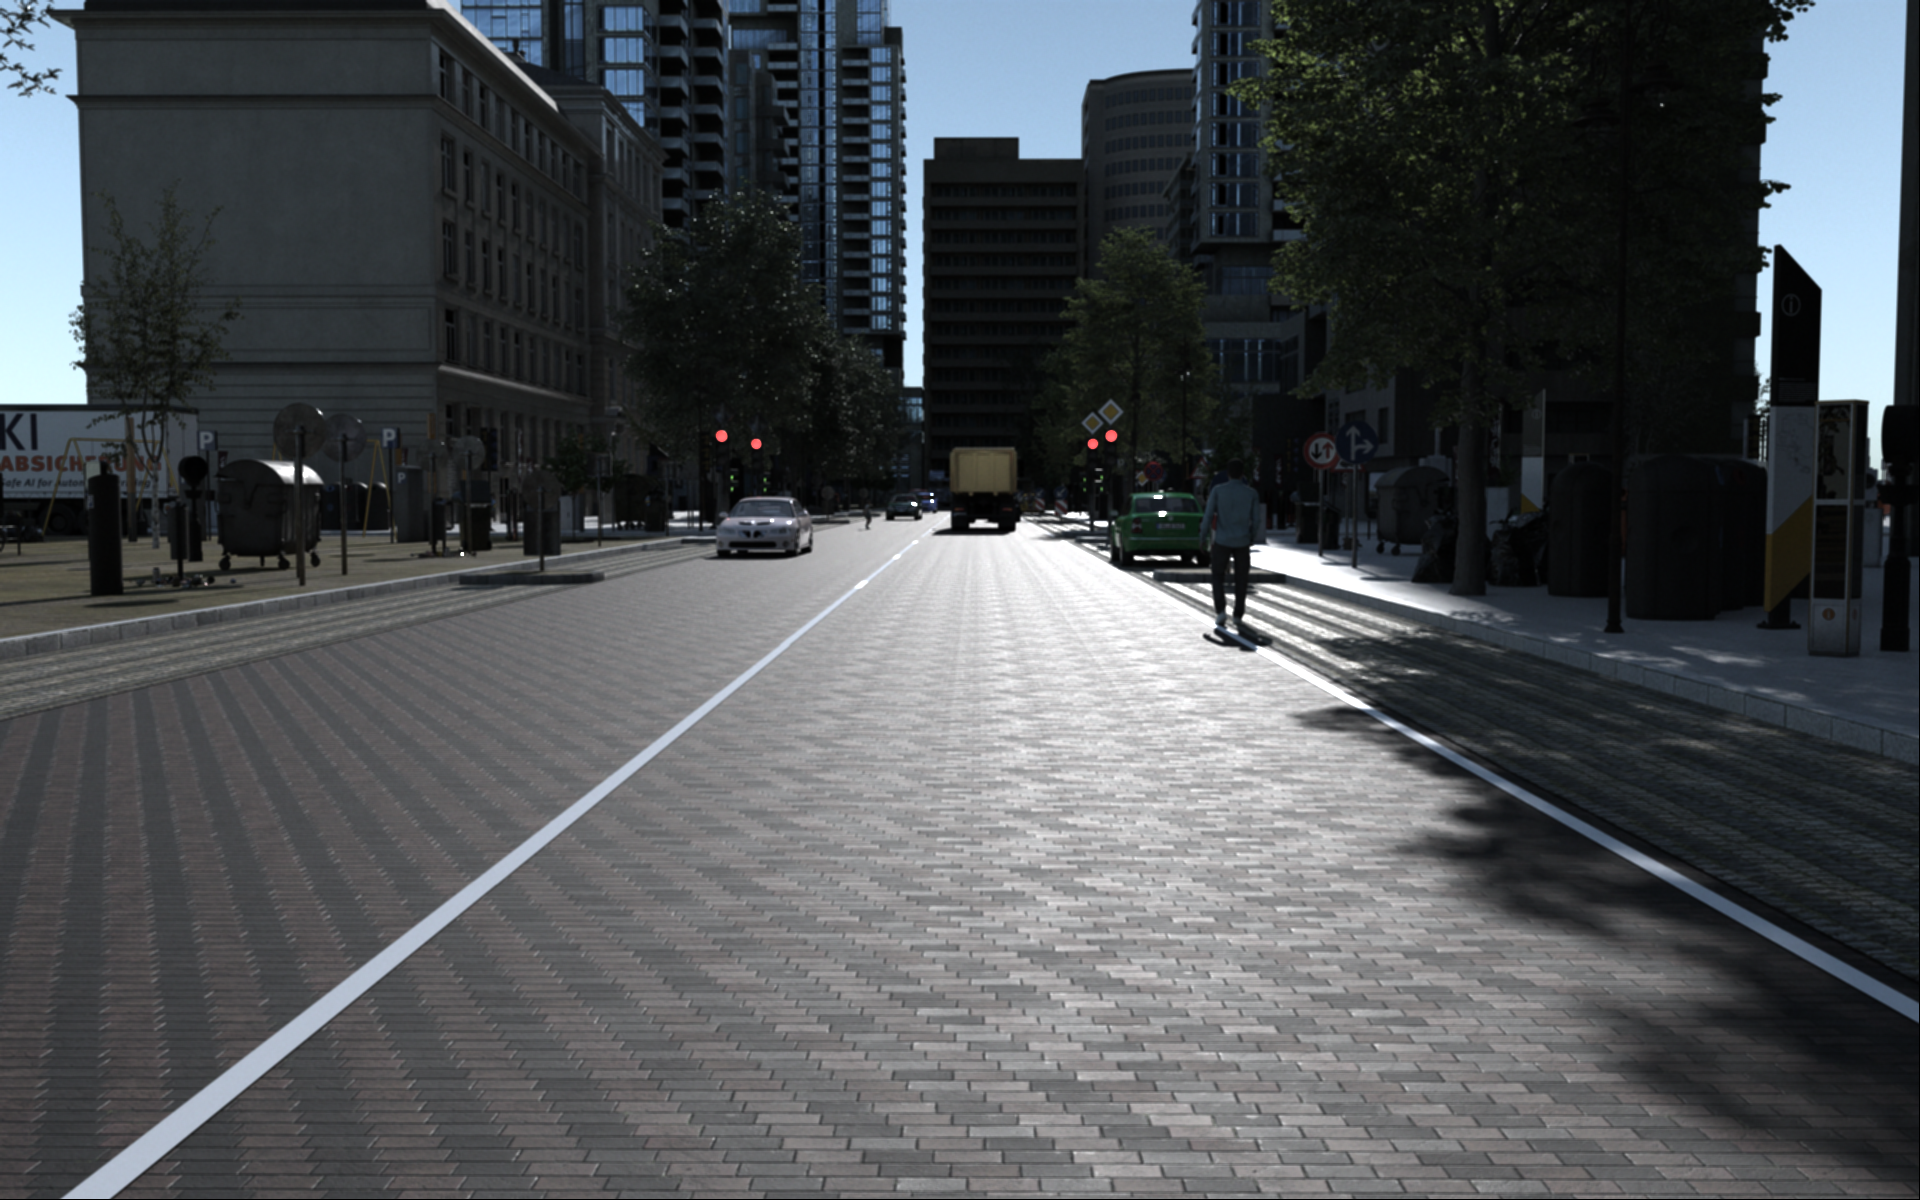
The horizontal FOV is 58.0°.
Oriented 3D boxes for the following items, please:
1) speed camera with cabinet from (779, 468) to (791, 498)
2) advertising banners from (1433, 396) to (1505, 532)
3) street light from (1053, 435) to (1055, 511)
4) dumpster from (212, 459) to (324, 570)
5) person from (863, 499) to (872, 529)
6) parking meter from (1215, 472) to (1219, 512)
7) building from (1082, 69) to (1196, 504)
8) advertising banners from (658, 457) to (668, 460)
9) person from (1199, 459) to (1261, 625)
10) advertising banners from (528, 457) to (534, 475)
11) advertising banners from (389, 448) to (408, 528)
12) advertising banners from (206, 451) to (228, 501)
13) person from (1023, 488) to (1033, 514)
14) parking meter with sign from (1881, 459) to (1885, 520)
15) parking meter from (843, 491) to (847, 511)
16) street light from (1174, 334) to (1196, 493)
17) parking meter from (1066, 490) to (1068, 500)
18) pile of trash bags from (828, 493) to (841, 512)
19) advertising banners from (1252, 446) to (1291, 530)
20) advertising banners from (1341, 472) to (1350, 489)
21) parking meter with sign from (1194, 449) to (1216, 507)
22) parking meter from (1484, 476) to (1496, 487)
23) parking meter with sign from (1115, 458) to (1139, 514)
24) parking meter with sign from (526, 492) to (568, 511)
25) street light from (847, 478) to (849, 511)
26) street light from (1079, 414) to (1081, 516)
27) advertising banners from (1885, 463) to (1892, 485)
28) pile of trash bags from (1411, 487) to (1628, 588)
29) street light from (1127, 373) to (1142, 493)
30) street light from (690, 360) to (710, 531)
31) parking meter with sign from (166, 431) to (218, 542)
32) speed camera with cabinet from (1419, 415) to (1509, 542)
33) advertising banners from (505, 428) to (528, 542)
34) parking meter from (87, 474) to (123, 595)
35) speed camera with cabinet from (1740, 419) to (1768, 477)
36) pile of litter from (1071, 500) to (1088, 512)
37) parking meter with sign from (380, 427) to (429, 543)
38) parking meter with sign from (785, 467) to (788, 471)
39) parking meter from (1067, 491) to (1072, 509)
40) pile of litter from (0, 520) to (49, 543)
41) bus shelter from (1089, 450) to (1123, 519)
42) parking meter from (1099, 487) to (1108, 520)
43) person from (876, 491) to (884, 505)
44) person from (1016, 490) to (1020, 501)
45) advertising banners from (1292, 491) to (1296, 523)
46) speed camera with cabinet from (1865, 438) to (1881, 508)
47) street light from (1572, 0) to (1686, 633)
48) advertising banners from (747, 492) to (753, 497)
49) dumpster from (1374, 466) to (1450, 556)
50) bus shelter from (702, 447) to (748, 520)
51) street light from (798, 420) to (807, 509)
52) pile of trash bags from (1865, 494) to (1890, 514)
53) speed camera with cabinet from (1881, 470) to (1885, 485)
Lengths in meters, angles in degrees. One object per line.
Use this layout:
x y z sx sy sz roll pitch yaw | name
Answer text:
-13.032 -8.008 125.260 0.660 3.252 2.038 2 4 32 | speed camera with cabinet
8.995 -2.099 30.514 2.074 3.025 0.090 -3 5 -40 | advertising banners
7.300 -9.840 133.672 0.468 5.910 1.993 0 4 1 | street light
-11.893 -1.472 29.827 1.264 1.857 1.865 0 4 1 | dumpster
-3.814 -3.483 70.460 0.382 1.210 0.505 -2 4 -29 | person
6.857 -2.462 45.959 0.255 1.863 0.399 1 4 13 | parking meter
31.247 -42.561 237.873 28.212 58.520 21.231 0 4 1 | building
-14.856 -5.283 82.565 2.074 3.025 0.090 1 4 15 | advertising banners
2.966 -0.641 18.995 0.660 1.820 0.620 0 4 1 | person
-19.864 -5.280 82.508 0.090 3.025 2.074 3 4 37 | advertising banners
-21.981 -4.281 66.176 2.074 3.025 0.090 1 4 15 | advertising banners
-30.193 -4.493 69.640 0.090 3.025 2.074 1 4 23 | advertising banners
4.594 -6.514 115.092 0.778 1.811 0.616 1 4 10 | person
46.394 -5.457 85.481 1.738 3.016 0.543 -1 4 -12 | parking meter with sign
-8.752 -7.548 131.817 0.372 1.533 0.369 0 3 0 | parking meter
6.486 -4.729 50.114 0.468 5.910 1.993 0 4 1 | street light
8.205 -7.730 132.096 0.255 1.863 0.399 1 4 9 | parking meter
-9.431 -7.023 124.574 1.912 1.369 3.447 1 4 18 | pile of trash bags
11.241 -4.084 62.954 0.090 3.025 2.074 -2 4 -28 | advertising banners
19.531 -5.406 84.570 2.074 3.025 0.090 1 4 21 | advertising banners
9.279 -4.300 66.572 0.543 3.016 1.738 2 4 26 | parking meter with sign
15.702 -2.791 51.351 0.255 1.863 0.399 0 4 -4 | parking meter
8.206 -5.316 83.177 0.543 3.016 1.738 -2 4 -33 | parking meter with sign
-16.413 -4.446 68.954 1.738 3.016 0.543 1 4 10 | parking meter with sign
-8.265 -9.472 127.650 0.468 5.910 1.993 0 4 1 | street light
6.929 -7.757 99.614 0.468 5.910 1.993 0 4 1 | street light
36.023 -4.258 65.809 2.074 3.025 0.090 0 4 -3 | advertising banners
8.101 -0.908 24.591 1.912 1.369 3.447 -3 4 -39 | pile of trash bags
6.586 -5.663 65.377 0.468 5.910 1.993 0 4 1 | street light
-8.971 -5.322 59.798 0.468 5.910 1.993 0 4 1 | street light
-20.748 -3.088 46.743 0.543 3.016 1.738 0 4 8 | parking meter with sign
12.178 -2.908 41.876 2.038 3.252 0.660 0 4 2 | speed camera with cabinet
-11.989 -3.081 46.569 0.090 3.025 2.074 -2 4 -26 | advertising banners
-10.881 -0.834 22.051 0.372 1.533 0.369 0 3 0 | parking meter
20.330 -3.103 45.071 2.038 3.252 0.660 -3 5 -44 | speed camera with cabinet
8.343 -6.645 122.618 1.719 0.858 1.176 0 4 3 | pile of litter
-14.629 -3.049 46.114 0.543 3.016 1.738 1 4 19 | parking meter with sign
-10.927 -6.907 109.196 0.543 3.016 1.738 1 4 8 | parking meter with sign
7.840 -7.052 123.709 0.372 1.533 0.369 0 3 0 | parking meter
-25.034 -1.941 45.696 1.719 0.858 1.176 -1 4 -22 | pile of litter
7.401 -6.026 89.802 1.731 3.624 6.357 0 4 1 | bus shelter
7.125 -4.917 86.104 0.399 1.863 0.255 3 5 45 | parking meter
-9.787 -12.598 214.553 1.350 1.814 0.705 1 4 15 | person
4.534 -7.639 133.743 0.624 1.780 0.694 0 4 4 | person
14.624 -4.903 76.358 2.074 3.025 0.090 -2 4 -29 | advertising banners
31.140 -4.075 60.963 2.038 3.252 0.660 2 4 27 | speed camera with cabinet
6.060 -2.635 15.874 0.468 5.910 1.993 0 4 1 | street light
-15.274 -8.328 132.350 2.074 3.025 0.090 0 4 4 | advertising banners
9.565 -1.886 36.592 1.264 1.857 1.865 0 4 1 | dumpster
-11.808 -5.887 87.529 1.731 3.624 6.357 0 4 1 | bus shelter
-8.493 -7.397 93.723 0.468 5.910 1.993 0 4 1 | street light
36.890 -3.747 71.009 3.447 1.369 1.912 -2 4 -24 | pile of trash bags
60.378 -7.362 114.706 0.660 3.252 2.038 -2 4 -23 | speed camera with cabinet
